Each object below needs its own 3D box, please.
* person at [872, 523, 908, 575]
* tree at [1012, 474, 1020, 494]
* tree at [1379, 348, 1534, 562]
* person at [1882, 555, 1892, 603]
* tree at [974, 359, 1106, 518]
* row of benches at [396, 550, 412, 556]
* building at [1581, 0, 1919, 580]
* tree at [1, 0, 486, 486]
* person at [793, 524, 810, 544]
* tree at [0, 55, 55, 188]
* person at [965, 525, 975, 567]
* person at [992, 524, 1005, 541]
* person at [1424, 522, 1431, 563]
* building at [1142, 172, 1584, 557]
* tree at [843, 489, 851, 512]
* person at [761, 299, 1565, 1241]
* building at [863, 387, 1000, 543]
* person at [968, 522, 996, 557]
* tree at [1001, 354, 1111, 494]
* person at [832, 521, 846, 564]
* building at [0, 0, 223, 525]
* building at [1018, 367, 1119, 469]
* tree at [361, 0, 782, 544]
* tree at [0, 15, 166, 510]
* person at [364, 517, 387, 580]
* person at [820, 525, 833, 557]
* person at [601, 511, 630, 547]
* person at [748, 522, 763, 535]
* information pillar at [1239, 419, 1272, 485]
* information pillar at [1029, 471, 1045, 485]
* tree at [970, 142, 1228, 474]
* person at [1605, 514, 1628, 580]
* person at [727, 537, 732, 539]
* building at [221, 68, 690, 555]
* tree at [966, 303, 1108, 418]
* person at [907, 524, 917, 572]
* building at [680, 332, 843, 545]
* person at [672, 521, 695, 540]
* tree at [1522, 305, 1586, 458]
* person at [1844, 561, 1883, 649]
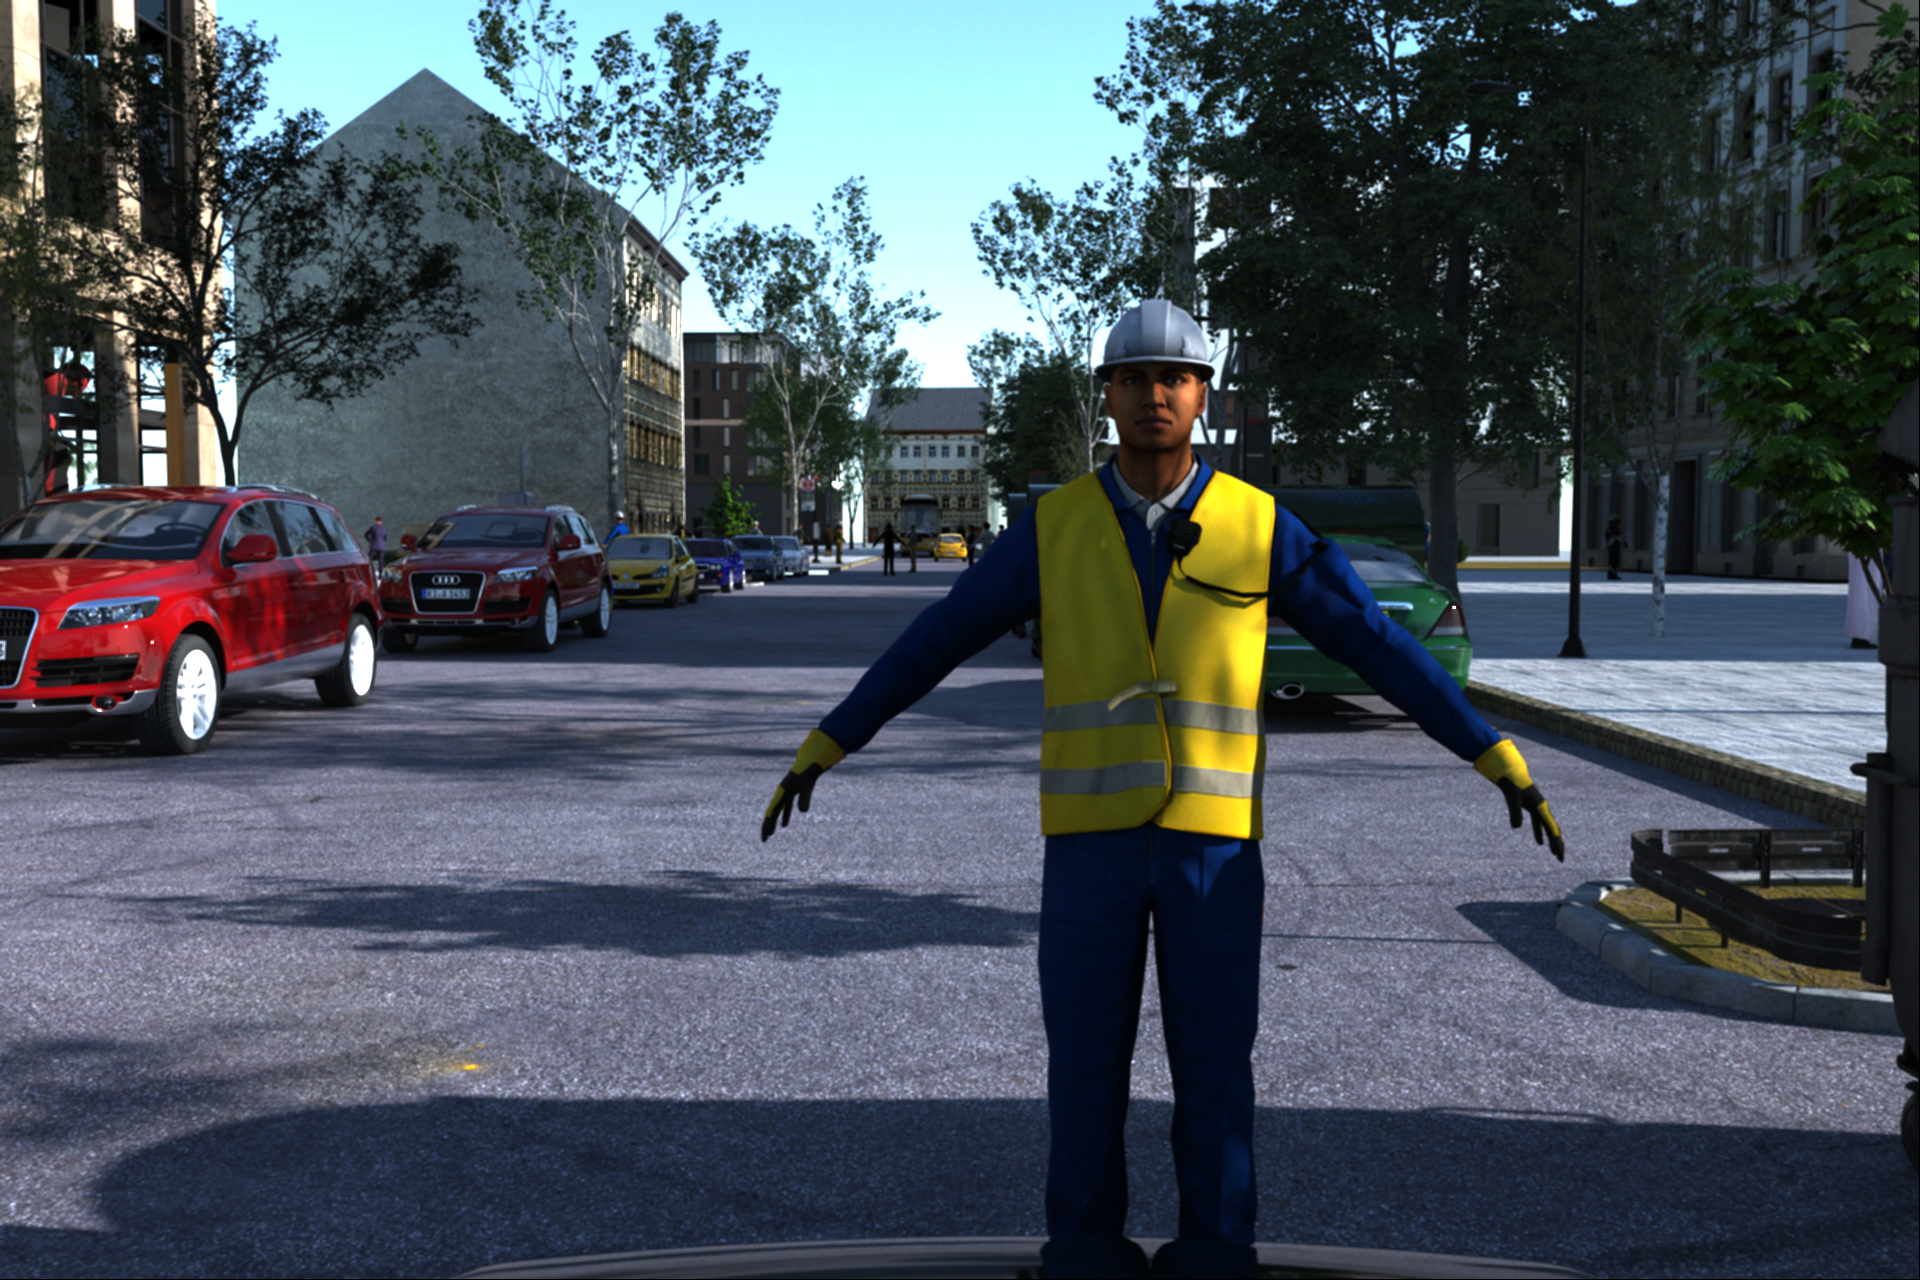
[{"bbox_3d":[-2.449,-3.142,60.009,1.347,1.806,0.705,1,4,20],"label":"person"},{"bbox_3d":[5.436,-12.558,155.681,4.360,8.622,3.978,0,3,0],"label":"tree"},{"bbox_3d":[22.234,-8.793,78.184,7.601,10.594,8.767,1,4,21],"label":"tree"},{"bbox_3d":[17.209,-1.583,31.799,0.709,1.838,0.599,-3,5,-43],"label":"person"},{"bbox_3d":[5.986,-13.268,123.586,9.857,13.997,8.962,0,3,0],"label":"tree"},{"bbox_3d":[-20.078,-3.232,68.308,4.104,0.672,1.422,-1,4,-15],"label":"row of benches"},{"bbox_3d":[26.993,-12.521,52.942,9.793,21.092,18.267,0,4,0],"label":"building"},{"bbox_3d":[-12.496,-5.837,29.853,8.767,10.594,7.601,-1,4,-16],"label":"tree"},{"bbox_3d":[-8.206,-5.049,88.822,1.348,1.796,0.705,3,5,41],"label":"person"},{"bbox_3d":[-12.247,-4.903,14.575,7.601,10.594,8.767,3,5,39],"label":"tree"},{"bbox_3d":[0.301,-3.043,58.924,0.721,1.740,1.216,0,4,6],"label":"person"},{"bbox_3d":[2.322,-5.626,98.135,0.704,1.843,1.345,3,5,39],"label":"person"},{"bbox_3d":[21.019,-4.405,78.145,0.704,1.817,1.347,0,4,2],"label":"person"},{"bbox_3d":[25.641,-16.534,114.308,27.936,21.610,32.646,0,3,0],"label":"building"},{"bbox_3d":[-21.313,-21.309,258.778,12.009,13.543,11.850,0,3,0],"label":"tree"},{"bbox_3d":[0.333,0.331,3.011,1.349,1.833,0.705,0,4,8],"label":"person"},{"bbox_3d":[-3.927,-25.961,257.847,18.063,23.208,19.493,0,4,7],"label":"building"},{"bbox_3d":[0.836,-2.867,55.518,1.347,1.806,0.705,-3,5,-41],"label":"person"},{"bbox_3d":[6.202,-11.719,109.730,7.486,12.596,7.792,0,3,0],"label":"tree"},{"bbox_3d":[-5.189,-4.216,74.707,0.705,1.858,1.354,-1,4,-17],"label":"person"},{"bbox_3d":[-30.718,-15.984,27.557,22.709,31.103,35.509,0,4,1],"label":"building"},{"bbox_3d":[21.517,-23.514,228.421,27.936,21.610,32.646,0,4,0],"label":"building"},{"bbox_3d":[-13.343,-12.434,59.185,12.611,20.169,13.585,0,3,0],"label":"tree"},{"bbox_3d":[-12.427,-4.456,23.217,4.360,8.622,3.978,0,3,0],"label":"tree"},{"bbox_3d":[-16.394,-2.567,48.456,0.568,1.767,0.683,3,5,44],"label":"person"},{"bbox_3d":[-7.509,-5.647,98.473,1.346,1.812,0.704,-3,5,-43],"label":"person"},{"bbox_3d":[-8.438,-2.256,42.764,0.705,1.842,1.347,1,4,22],"label":"person"},{"bbox_3d":[-8.934,-4.285,75.911,1.347,1.847,0.705,3,4,36],"label":"person"},{"bbox_3d":[6.680,-3.048,39.205,0.750,3.857,0.750,0,3,0],"label":"information pillar"},{"bbox_3d":[3.208,-5.044,71.852,0.750,3.857,0.750,0,3,0],"label":"information pillar"},{"bbox_3d":[7.584,-13.882,82.852,12.611,20.169,13.585,0,3,0],"label":"tree"},{"bbox_3d":[18.391,-2.616,48.639,0.704,1.845,1.351,0,4,-1],"label":"person"},{"bbox_3d":[-12.482,-5.370,94.016,0.704,1.802,1.346,-1,4,-9],"label":"person"},{"bbox_3d":[-25.255,-15.921,91.240,19.493,23.208,18.063,0,4,-1],"label":"building"},{"bbox_3d":[7.150,-17.447,141.154,12.611,20.169,13.585,0,3,0],"label":"tree"},{"bbox_3d":[-1.792,-3.432,64.834,0.705,1.796,1.348,-1,4,-11],"label":"person"},{"bbox_3d":[-28.278,-21.273,191.787,27.936,21.610,32.646,0,4,1],"label":"building"},{"bbox_3d":[-12.048,-4.236,75.044,1.354,1.856,0.705,-1,4,-15],"label":"person"},{"bbox_3d":[25.656,-8.697,67.953,9.928,11.665,9.643,0,3,0],"label":"tree"},{"bbox_3d":[10.200,-0.778,19.428,0.621,1.740,0.551,-2,4,-33],"label":"person"}]
